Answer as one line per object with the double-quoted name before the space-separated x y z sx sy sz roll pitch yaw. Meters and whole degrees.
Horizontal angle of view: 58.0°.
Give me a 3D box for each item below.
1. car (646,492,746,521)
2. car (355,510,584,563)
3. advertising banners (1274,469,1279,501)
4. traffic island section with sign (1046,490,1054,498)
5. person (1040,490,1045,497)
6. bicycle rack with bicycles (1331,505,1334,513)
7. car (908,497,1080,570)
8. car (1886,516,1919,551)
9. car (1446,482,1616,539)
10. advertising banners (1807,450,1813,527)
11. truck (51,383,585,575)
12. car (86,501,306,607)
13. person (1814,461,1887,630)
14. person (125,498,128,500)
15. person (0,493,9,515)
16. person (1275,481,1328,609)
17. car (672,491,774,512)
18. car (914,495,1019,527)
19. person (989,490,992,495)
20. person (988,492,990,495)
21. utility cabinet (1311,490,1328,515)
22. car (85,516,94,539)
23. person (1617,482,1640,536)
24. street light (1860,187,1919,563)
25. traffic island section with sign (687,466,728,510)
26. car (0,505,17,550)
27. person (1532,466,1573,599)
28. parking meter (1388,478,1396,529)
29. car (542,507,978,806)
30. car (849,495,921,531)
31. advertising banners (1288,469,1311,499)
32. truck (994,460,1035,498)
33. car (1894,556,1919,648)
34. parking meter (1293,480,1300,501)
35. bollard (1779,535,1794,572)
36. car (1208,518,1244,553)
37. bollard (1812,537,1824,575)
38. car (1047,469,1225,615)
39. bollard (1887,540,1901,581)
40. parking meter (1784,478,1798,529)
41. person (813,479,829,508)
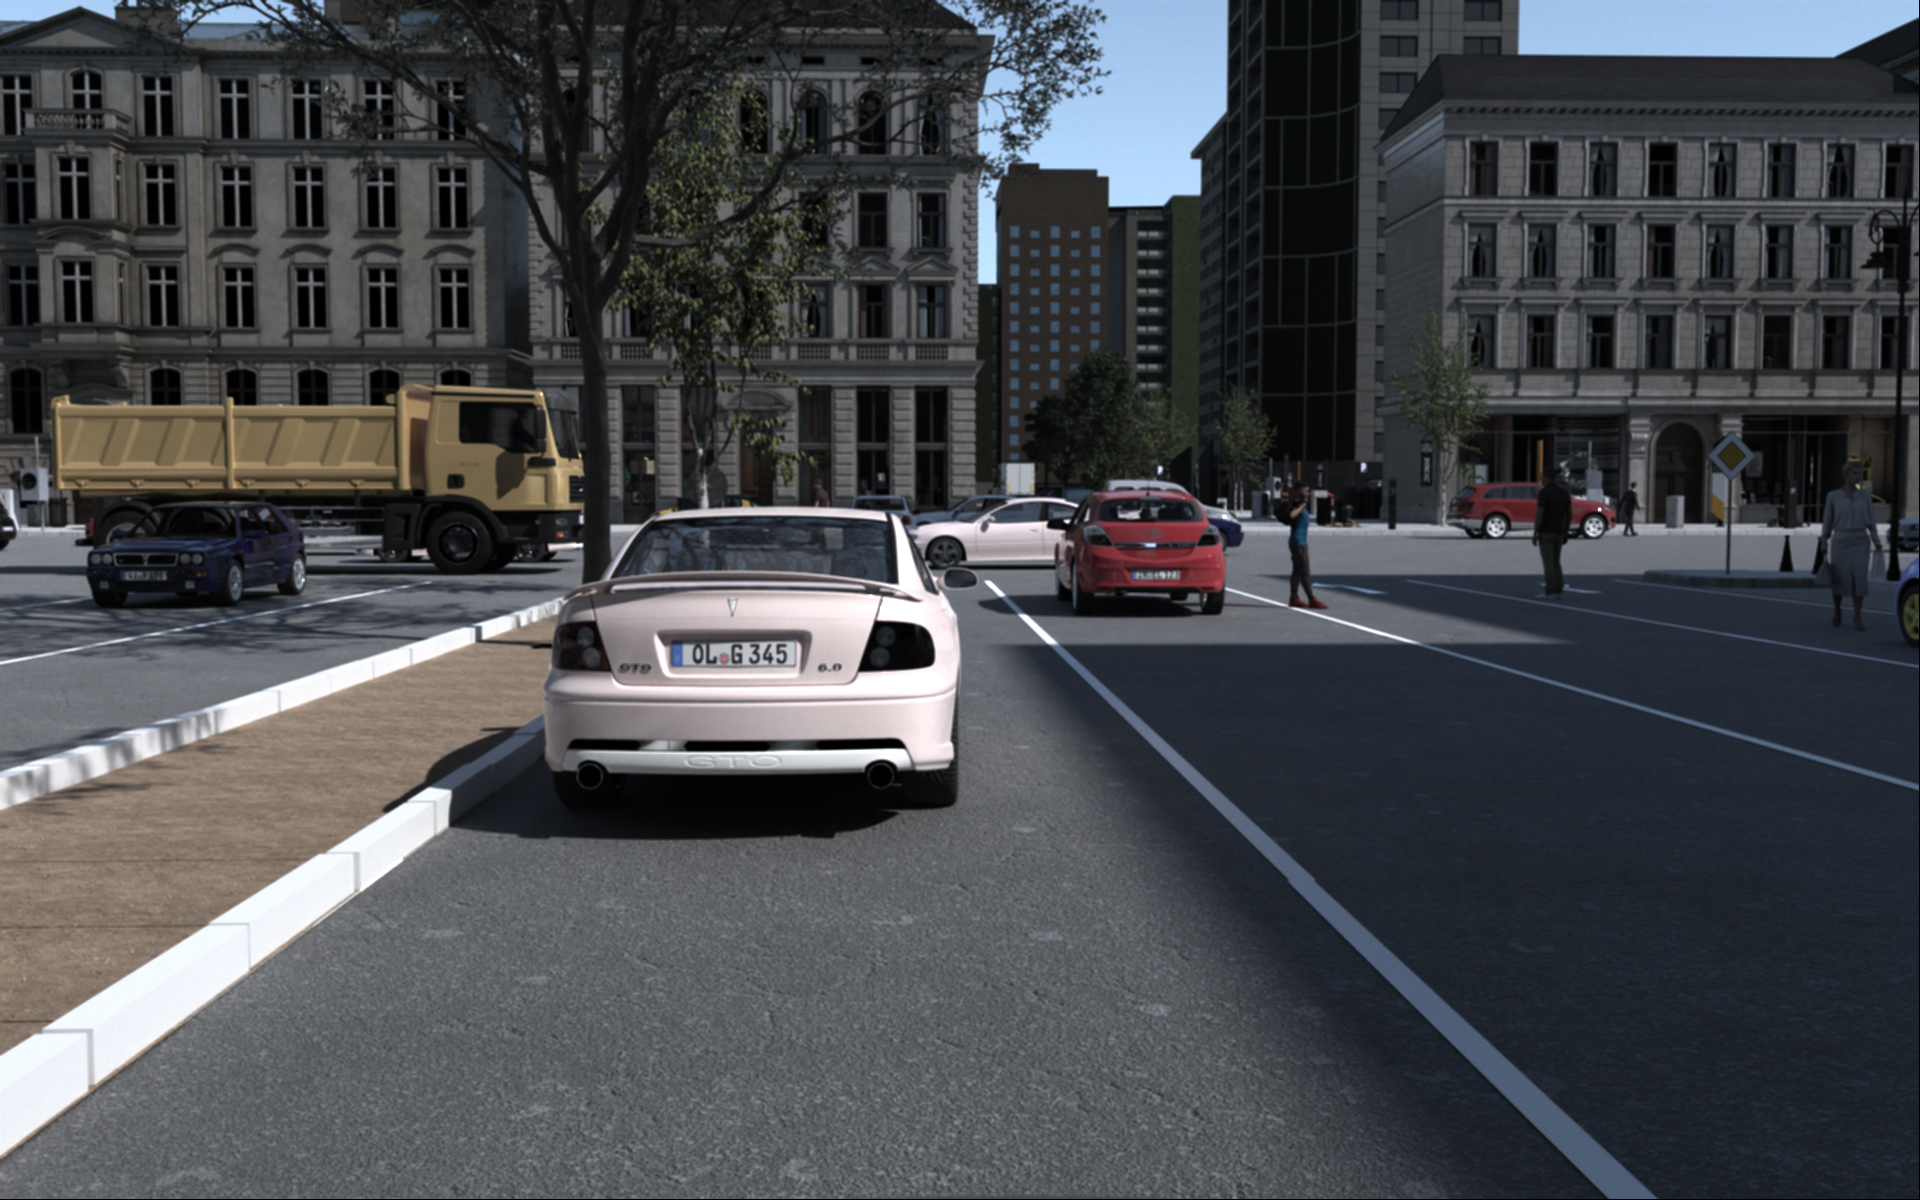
"car" -8.372 -2.873 57.193 3.980 1.641 2.015 0 4 0
"car" -10.330 -1.489 36.711 4.827 1.381 2.083 0 4 -4
"advertising banners" 22.117 -7.672 121.619 0.090 3.025 2.074 0 4 -4
"traffic island section with sign" 7.684 -8.708 151.000 1.989 1.847 2.006 0 4 -2
"person" 7.139 -8.539 148.650 0.750 1.759 0.617 2 4 33
"bicycle rack with bicycles" 23.501 -6.197 114.697 2.925 0.926 2.852 -1 4 -17
"car" 1.142 -1.301 33.636 4.827 1.381 2.083 0 4 -2
"car" 25.388 -1.891 42.923 4.499 1.417 2.014 0 4 -3
"car" 18.435 -2.883 55.818 5.304 1.827 2.281 0 4 -2
"advertising banners" 33.594 -4.418 68.426 0.090 3.025 2.074 2 4 28
"truck" -10.995 -2.179 31.549 9.791 3.379 3.469 0 4 -2
"car" -10.163 -0.653 23.256 1.945 1.354 3.894 0 4 -3
"person" 9.515 -0.588 18.464 0.694 1.780 0.624 2 4 32
"person" -25.495 -2.453 52.849 0.590 1.304 0.306 2 4 31
"person" -31.022 -2.858 55.826 0.593 1.750 0.643 -1 4 -14
"person" 4.288 -0.696 21.748 0.662 1.594 0.647 1 4 10
"car" -5.549 -2.124 44.514 4.222 1.686 2.009 0 4 0
"car" 0.467 -2.250 48.793 4.499 1.417 2.014 0 4 -3
"person" 2.612 -8.690 150.537 0.705 1.831 1.348 0 4 -6
"person" 3.612 -12.251 209.517 0.721 1.735 1.217 1 4 13
"utility cabinet" 21.841 -5.907 105.251 1.173 1.500 0.318 -3 4 -36
"car" -21.943 -2.392 48.157 4.494 1.783 2.155 0 4 -3
"person" 22.812 -3.090 58.793 0.755 1.850 0.659 -1 4 -18
"street light" 14.258 -3.272 26.289 0.468 5.910 1.993 0 4 -2
"traffic island section with sign" -4.048 -1.170 27.269 2.006 1.907 1.989 0 4 -2
"car" -25.967 -2.055 43.390 4.222 1.686 2.009 0 4 -3
"person" 8.072 -0.921 23.682 0.598 1.807 0.434 -1 4 -14
"parking meter" 15.683 -3.493 62.817 0.255 1.863 0.399 1 4 14
"car" -0.934 0.185 9.333 2.083 1.381 4.827 0 4 0
"car" -1.954 -1.856 42.346 2.014 1.417 4.499 0 4 -2
"advertising banners" 24.162 -7.741 122.749 2.074 3.025 0.090 1 4 19
"truck" 4.662 -9.770 148.649 2.839 4.237 11.283 0 4 -3
"car" 9.745 -0.332 15.013 1.945 1.707 3.694 0 4 -1
"parking meter" 13.489 -3.893 69.357 0.255 1.863 0.399 0 4 6
"bollard" 13.692 -0.773 28.678 0.229 0.601 0.229 0 3 0
"car" 4.637 -1.721 40.711 3.894 1.354 1.945 0 4 -4
"bollard" 13.728 -0.710 27.652 0.229 0.601 0.229 0 3 0
"car" 2.213 -0.797 22.079 2.155 1.783 4.494 0 4 -1
"bollard" 13.805 -0.584 25.592 0.229 0.601 0.229 0 3 0
"parking meter" 30.920 -3.593 64.458 0.399 1.863 0.255 -1 4 -11
"person" -3.456 -2.074 42.544 0.434 1.807 0.598 2 4 35
